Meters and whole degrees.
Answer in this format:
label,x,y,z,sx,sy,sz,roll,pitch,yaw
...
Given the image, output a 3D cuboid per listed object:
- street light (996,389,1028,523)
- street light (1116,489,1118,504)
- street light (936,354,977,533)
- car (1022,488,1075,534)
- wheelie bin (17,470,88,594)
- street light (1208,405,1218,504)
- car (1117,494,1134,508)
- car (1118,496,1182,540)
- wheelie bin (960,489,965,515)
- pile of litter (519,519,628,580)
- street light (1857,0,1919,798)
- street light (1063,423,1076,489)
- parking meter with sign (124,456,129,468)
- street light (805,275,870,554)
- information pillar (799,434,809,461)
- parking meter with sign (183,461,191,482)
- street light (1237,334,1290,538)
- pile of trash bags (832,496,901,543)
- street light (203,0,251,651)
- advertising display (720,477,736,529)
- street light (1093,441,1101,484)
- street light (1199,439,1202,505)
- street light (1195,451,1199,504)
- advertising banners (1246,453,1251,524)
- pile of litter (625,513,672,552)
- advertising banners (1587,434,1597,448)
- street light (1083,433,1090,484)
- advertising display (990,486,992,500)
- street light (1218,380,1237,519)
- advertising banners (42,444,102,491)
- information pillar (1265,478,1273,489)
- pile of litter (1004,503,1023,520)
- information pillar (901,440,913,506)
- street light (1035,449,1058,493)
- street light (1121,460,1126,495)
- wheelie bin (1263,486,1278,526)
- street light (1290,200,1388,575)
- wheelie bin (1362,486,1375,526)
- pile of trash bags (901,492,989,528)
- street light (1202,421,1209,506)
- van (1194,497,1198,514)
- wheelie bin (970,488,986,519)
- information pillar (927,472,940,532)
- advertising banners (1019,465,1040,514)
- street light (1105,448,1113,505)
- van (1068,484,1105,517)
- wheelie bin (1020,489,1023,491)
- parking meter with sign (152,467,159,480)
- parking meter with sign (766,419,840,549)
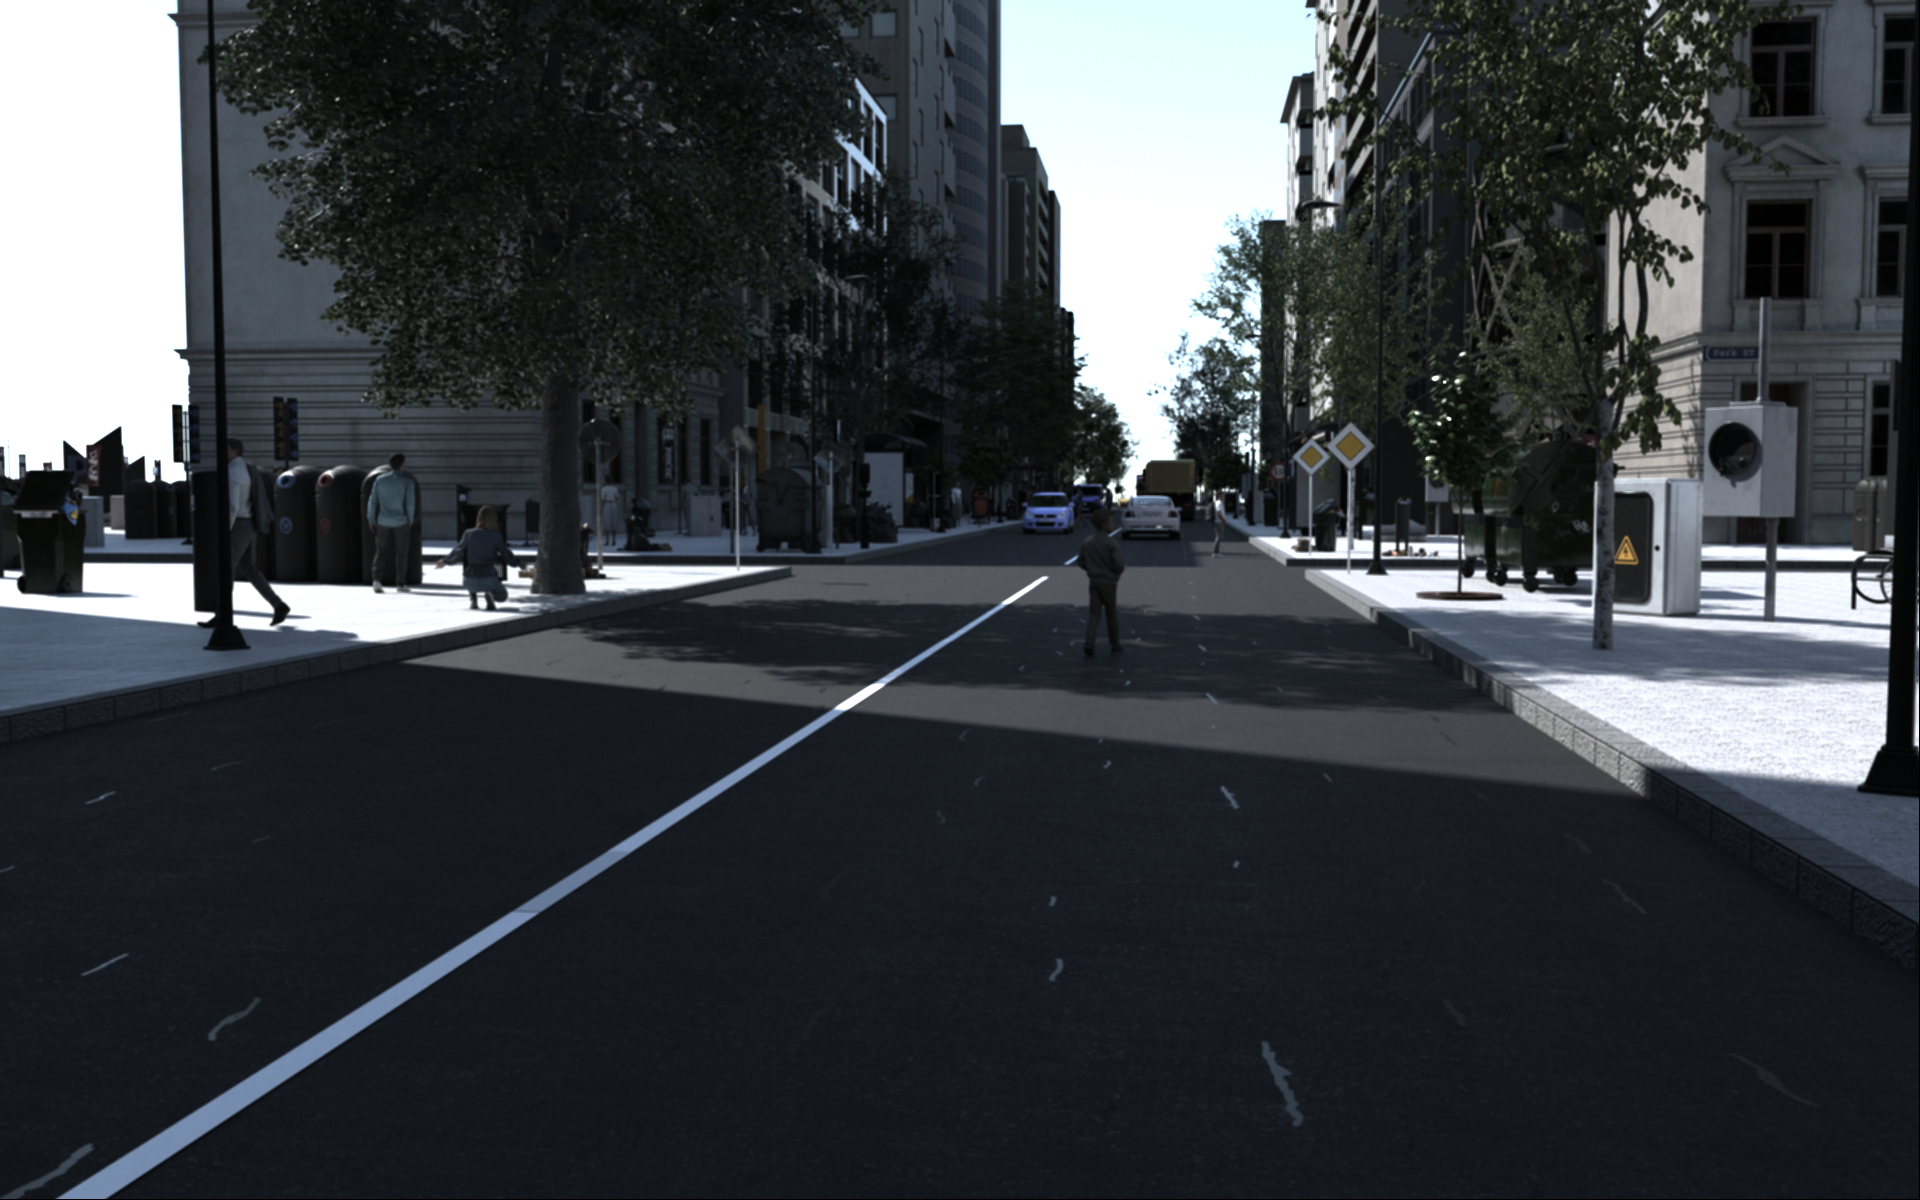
label,x,y,z,sx,sy,sz,roll,pitch,yaw
street light,2.329,-6.380,76.860,1.470,5.913,1.316,0,4,7
street light,17.059,-13.639,195.545,1.470,5.913,1.316,0,4,7
street light,-0.085,-5.179,57.215,1.470,5.913,1.316,0,4,7
car,3.255,-3.289,63.369,1.945,1.707,3.694,0,4,7
wheelie bin,-11.840,-0.895,22.537,0.980,1.594,0.693,0,4,5
street light,13.908,-7.223,90.642,1.470,5.913,1.316,0,4,7
car,16.387,-9.749,169.613,2.015,1.641,3.980,0,4,8
car,6.153,-2.669,56.000,2.083,1.381,4.827,0,4,5
wheelie bin,-0.192,-5.820,103.073,0.980,1.594,0.693,-2,4,-33
pile of litter,-6.045,-0.764,26.455,1.176,0.858,1.719,-3,4,-37
street light,3.520,-2.131,7.378,1.470,5.913,1.316,0,4,7
street light,6.851,-8.576,112.751,1.470,5.913,1.316,0,4,7
parking meter with sign,-39.051,-5.108,79.780,1.738,3.016,0.543,2,4,29
street light,-2.602,-3.942,36.988,1.470,5.913,1.316,0,4,7
information pillar,-6.110,-4.681,67.897,0.504,3.616,0.183,3,5,42
parking meter with sign,-40.491,-5.798,91.051,0.543,3.016,1.738,-2,4,-25
street light,8.916,-4.752,50.238,1.470,5.913,1.316,0,4,7
pile of trash bags,-3.375,-2.210,45.878,3.447,1.369,1.912,0,4,-4
street light,-5.531,-2.541,14.086,1.470,5.913,1.316,0,4,7
advertising display,-8.442,-3.565,63.496,0.974,1.923,0.123,3,5,40
street light,11.746,-11.023,152.760,1.470,5.913,1.316,0,4,7
street light,18.268,-9.363,125.627,1.470,5.913,1.316,0,4,7
street light,20.714,-10.564,145.269,1.470,5.913,1.316,0,4,7
advertising banners,12.170,-4.688,72.832,0.090,3.025,2.074,0,4,3
pile of litter,-7.128,-1.538,39.119,1.176,0.858,1.719,-1,4,-20
advertising banners,17.572,-3.326,50.567,2.074,3.025,0.090,1,4,15
street light,9.194,-9.778,132.406,1.470,5.913,1.316,0,4,7
advertising display,1.922,-6.133,105.493,0.123,1.923,0.974,1,4,17
street light,11.345,-5.984,70.378,1.470,5.913,1.316,0,4,7
advertising banners,-30.977,-3.921,60.302,2.074,3.025,0.090,-2,4,-32
information pillar,14.272,-4.616,79.967,0.304,2.012,0.304,0,4,-7
pile of litter,2.745,-4.365,85.332,1.176,0.858,1.719,1,4,9
information pillar,-2.114,-4.758,69.155,0.504,3.616,0.183,0,4,-3
street light,4.777,-7.586,96.574,1.470,5.913,1.316,0,4,7
street light,19.500,-14.841,215.188,1.470,5.913,1.316,0,4,7
wheelie bin,12.437,-3.753,69.269,0.693,1.594,0.980,0,4,6
street light,6.108,-3.361,27.501,1.470,5.913,1.316,0,4,7
wheelie bin,16.476,-3.809,70.178,0.693,1.594,0.980,-3,5,-45
pile of trash bags,-0.611,-3.451,66.168,3.447,1.369,1.912,-1,4,-9
street light,16.355,-8.425,110.284,1.470,5.913,1.316,0,4,7
van,16.070,-7.187,124.522,2.013,2.044,4.112,1,4,8
wheelie bin,0.964,-5.004,89.717,0.980,1.594,0.693,3,4,39
information pillar,-0.831,-3.329,58.920,0.304,2.012,0.304,-2,4,-29
advertising banners,3.710,-6.553,103.330,2.074,3.025,0.090,0,4,3
street light,14.267,-12.271,173.175,1.470,5.913,1.316,0,4,7
van,7.863,-6.262,106.763,2.240,2.365,5.245,0,4,7
wheelie bin,3.916,-6.244,109.989,0.693,1.594,0.980,-1,4,-10
parking meter with sign,-51.848,-6.970,110.212,0.543,3.016,1.738,2,4,24
parking meter with sign,-3.699,-2.710,40.564,1.738,3.016,0.543,0,4,3
